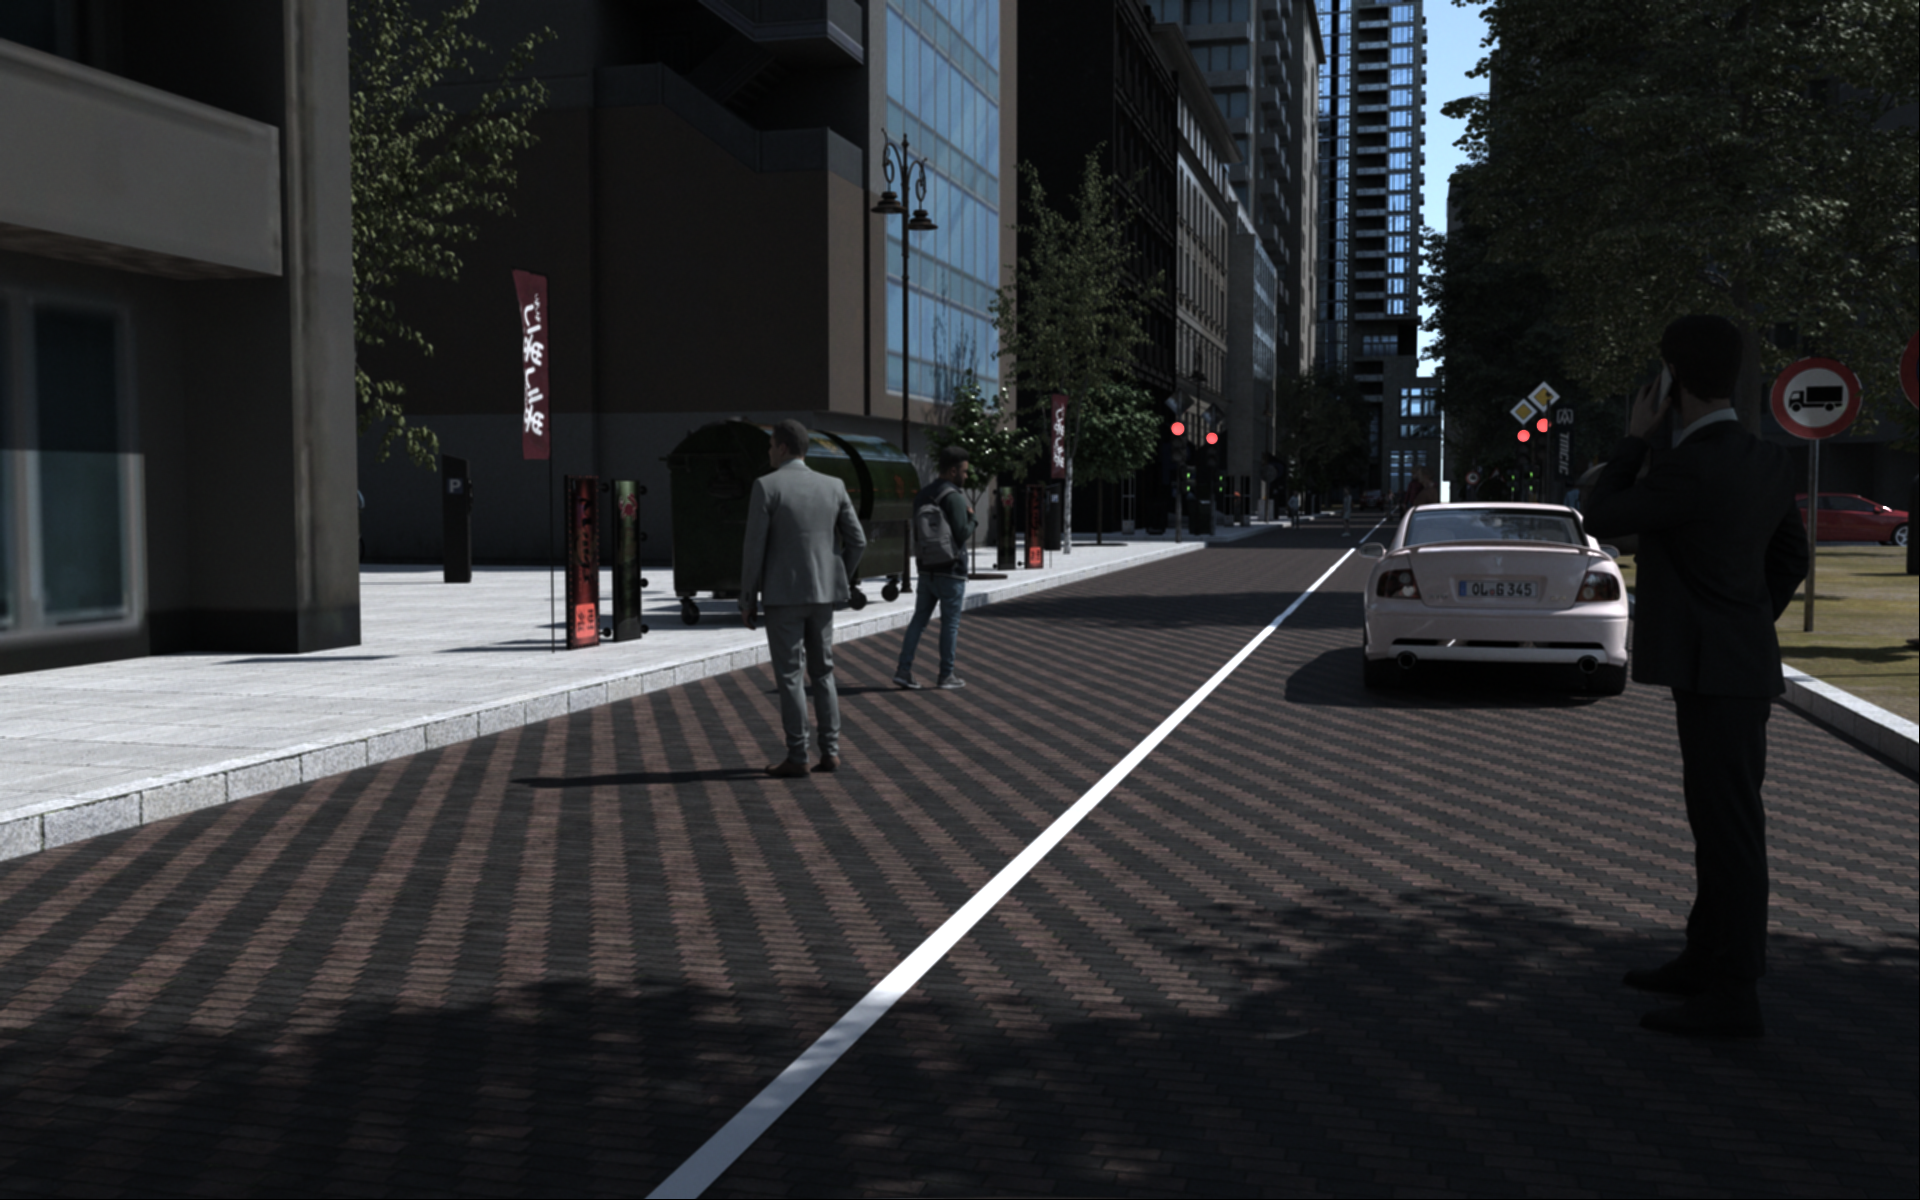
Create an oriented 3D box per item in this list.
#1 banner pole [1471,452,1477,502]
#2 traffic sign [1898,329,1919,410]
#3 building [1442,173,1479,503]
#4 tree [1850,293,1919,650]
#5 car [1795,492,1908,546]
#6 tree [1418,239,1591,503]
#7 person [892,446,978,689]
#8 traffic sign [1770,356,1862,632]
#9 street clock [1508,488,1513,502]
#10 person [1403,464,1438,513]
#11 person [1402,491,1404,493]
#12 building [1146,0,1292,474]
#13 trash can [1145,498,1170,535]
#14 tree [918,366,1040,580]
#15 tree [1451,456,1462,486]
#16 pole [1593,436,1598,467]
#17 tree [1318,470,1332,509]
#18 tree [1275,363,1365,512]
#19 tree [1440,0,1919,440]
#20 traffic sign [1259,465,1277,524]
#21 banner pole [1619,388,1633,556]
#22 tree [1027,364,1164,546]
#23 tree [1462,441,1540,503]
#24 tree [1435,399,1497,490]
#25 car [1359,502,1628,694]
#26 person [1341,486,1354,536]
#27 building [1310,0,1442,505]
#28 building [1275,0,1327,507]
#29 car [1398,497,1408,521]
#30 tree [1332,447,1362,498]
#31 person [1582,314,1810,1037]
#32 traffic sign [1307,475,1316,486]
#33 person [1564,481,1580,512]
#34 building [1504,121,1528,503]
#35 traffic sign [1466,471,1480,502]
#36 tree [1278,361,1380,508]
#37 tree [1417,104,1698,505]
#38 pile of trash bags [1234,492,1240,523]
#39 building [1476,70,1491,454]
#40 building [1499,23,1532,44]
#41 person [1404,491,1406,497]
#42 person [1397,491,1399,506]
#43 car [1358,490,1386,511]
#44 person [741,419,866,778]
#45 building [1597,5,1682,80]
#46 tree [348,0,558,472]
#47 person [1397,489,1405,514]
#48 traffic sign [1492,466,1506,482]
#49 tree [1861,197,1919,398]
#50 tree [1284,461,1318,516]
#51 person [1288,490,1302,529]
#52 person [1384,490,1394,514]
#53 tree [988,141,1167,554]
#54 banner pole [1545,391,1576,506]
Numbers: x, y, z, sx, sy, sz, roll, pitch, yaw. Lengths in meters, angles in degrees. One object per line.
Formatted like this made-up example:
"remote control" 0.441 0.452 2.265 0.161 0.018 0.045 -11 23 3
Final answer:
"banner pole" 30.465 -6.887 102.627 0.401 3.779 0.863 0 4 -6
"traffic sign" 7.056 -0.745 12.287 0.768 2.556 0.104 1 4 21
"building" 66.663 -32.327 212.142 14.086 41.232 14.154 1 4 15
"tree" 8.413 -1.192 14.085 1.663 3.219 1.824 0 3 0
"car" 23.254 -2.232 45.526 4.494 1.783 2.155 1 4 16
"tree" 21.747 -8.649 67.172 9.928 11.665 9.643 0 3 0
"person" -0.137 -0.237 12.723 0.623 1.781 0.721 3 4 36
"traffic sign" 7.918 -0.977 16.084 0.768 2.556 0.104 1 4 21
"street clock" 30.622 -5.622 96.486 0.358 2.002 0.471 1 4 9
"person" 6.109 -0.882 22.897 0.573 1.828 0.580 -2 4 -26
"person" 48.899 -11.152 190.923 0.705 1.812 1.348 0 4 -6
"building" 15.514 -32.062 143.817 23.786 49.044 30.456 1 4 15
"trash can" 6.141 -2.610 54.320 0.748 1.137 0.748 0 3 0
"tree" 0.098 -1.942 26.356 1.663 3.219 1.824 0 3 0
"tree" 37.737 -8.777 127.224 4.285 4.588 4.351 0 3 0
"pole" 22.467 -4.124 61.267 0.158 3.312 0.155 0 3 0
"tree" 28.833 -8.744 137.570 1.663 3.219 1.824 0 3 0
"tree" 24.327 -11.487 122.232 8.767 10.594 7.601 1 4 14
"tree" 9.918 -6.386 22.541 7.486 12.596 7.792 0 3 0
"traffic sign" 13.340 -4.584 75.048 0.768 2.556 0.104 1 4 17
"banner pole" 13.884 -2.820 36.124 0.401 3.779 0.863 2 4 24
"tree" 3.396 -3.637 43.178 4.285 4.588 4.351 0 3 0
"tree" 27.168 -6.216 85.339 4.285 4.588 4.351 0 3 0
"tree" 34.857 -10.255 118.038 4.737 8.622 4.395 0 3 0
"car" 4.265 -0.100 13.993 2.083 1.381 4.827 1 4 15
"person" 13.262 -3.049 59.361 0.522 1.701 0.512 0 4 -7
"building" 45.710 -55.535 220.668 31.000 86.520 22.319 1 4 15
"building" 24.376 -36.508 186.150 27.495 52.752 28.713 1 4 15
"car" 24.968 -5.189 94.634 2.009 1.686 4.222 1 4 16
"tree" 40.062 -14.131 181.401 4.360 8.622 3.978 0 3 0
"person" 1.971 0.195 4.681 0.474 1.900 0.648 3 4 38
"traffic sign" 23.255 -7.048 115.236 0.884 2.594 0.081 1 4 23
"person" 16.369 -2.278 46.094 0.601 1.785 0.444 2 4 31
"building" 49.536 -22.161 134.040 14.160 30.474 14.107 1 4 15
"traffic sign" 27.917 -5.761 94.294 0.768 2.556 0.104 1 4 16
"tree" 34.783 -15.720 163.677 9.857 13.997 8.962 0 3 0
"tree" 19.297 -9.138 56.067 9.857 13.997 8.962 0 3 0
"pile of trash bags" 12.292 -4.220 78.744 1.912 1.369 3.447 1 4 17
"building" 56.209 -29.214 161.241 14.154 41.232 14.086 1 4 15
"building" 52.863 -28.379 147.583 14.154 41.232 14.086 1 4 15
"person" 44.143 -9.941 171.713 1.217 1.739 0.721 1 4 19
"person" 47.993 -11.016 189.280 0.621 1.740 0.551 -3 4 -37
"car" 35.579 -8.617 149.552 2.281 1.827 5.304 1 4 14
"person" -0.813 -0.014 8.831 0.635 1.810 0.391 -3 5 -41
"building" 39.774 -19.402 88.920 14.160 30.474 14.107 1 4 15
"tree" -6.603 -4.120 17.726 4.737 8.622 4.395 0 3 0
"person" 32.132 -7.170 126.179 0.683 1.767 0.568 2 4 34
"traffic sign" 24.936 -4.927 80.567 0.884 2.594 0.081 1 4 16
"tree" 21.869 -5.315 37.261 4.737 8.622 4.395 0 3 0
"tree" 19.539 -6.490 100.705 1.663 3.219 1.824 0 3 0
"person" 13.682 -3.698 70.777 0.589 1.601 0.330 -1 4 -23
"person" 30.135 -6.895 121.828 0.593 1.750 0.643 -1 4 -13
"tree" 2.340 -5.302 37.057 4.737 8.622 4.395 0 3 0
"banner pole" 14.579 -3.197 42.286 0.863 3.779 0.401 1 4 19
